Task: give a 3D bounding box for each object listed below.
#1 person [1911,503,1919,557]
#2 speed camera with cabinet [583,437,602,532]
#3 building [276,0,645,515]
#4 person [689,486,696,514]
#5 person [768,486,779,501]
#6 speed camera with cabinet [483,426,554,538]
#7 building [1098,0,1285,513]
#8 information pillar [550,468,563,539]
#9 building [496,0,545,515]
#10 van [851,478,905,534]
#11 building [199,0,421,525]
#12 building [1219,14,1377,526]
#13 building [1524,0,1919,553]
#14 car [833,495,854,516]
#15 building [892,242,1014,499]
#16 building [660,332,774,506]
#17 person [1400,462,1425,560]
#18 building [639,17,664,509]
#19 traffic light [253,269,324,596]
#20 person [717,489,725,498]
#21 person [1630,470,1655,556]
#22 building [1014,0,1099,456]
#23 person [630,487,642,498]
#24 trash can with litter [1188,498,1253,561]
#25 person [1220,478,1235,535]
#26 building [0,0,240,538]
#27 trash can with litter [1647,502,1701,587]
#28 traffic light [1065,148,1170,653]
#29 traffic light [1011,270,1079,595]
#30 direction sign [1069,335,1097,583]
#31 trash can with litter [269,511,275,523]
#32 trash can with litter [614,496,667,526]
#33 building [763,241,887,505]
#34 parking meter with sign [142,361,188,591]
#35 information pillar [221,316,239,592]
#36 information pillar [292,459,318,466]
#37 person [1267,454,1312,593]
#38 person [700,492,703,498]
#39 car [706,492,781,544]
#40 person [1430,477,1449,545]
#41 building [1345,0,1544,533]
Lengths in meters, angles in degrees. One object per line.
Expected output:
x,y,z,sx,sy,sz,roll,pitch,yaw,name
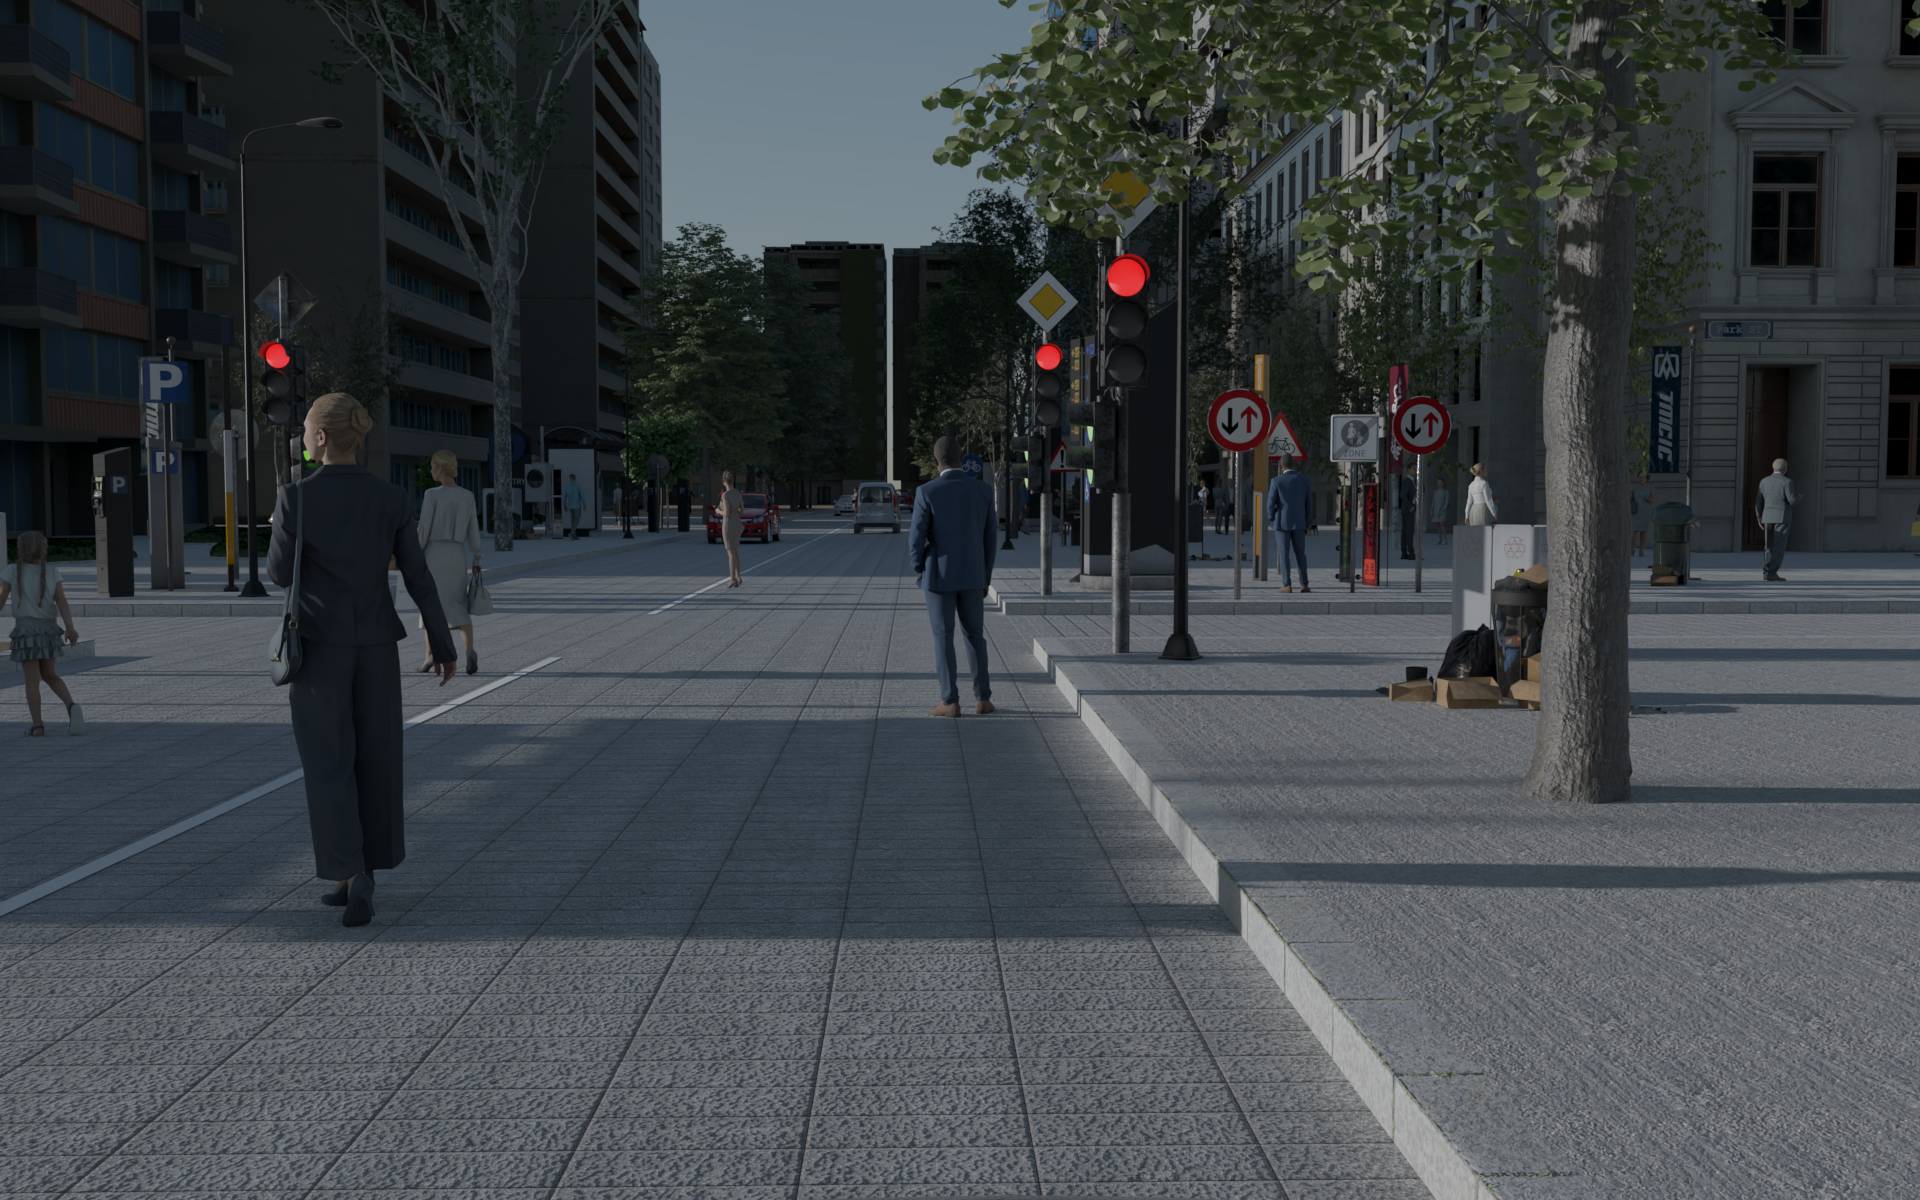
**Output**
20.004,-1.747,34.826,1.509,1.804,0.699,2,4,33,person
-12.666,-3.987,59.530,0.660,3.252,2.038,-1,4,-15,speed camera with cabinet
-36.364,-30.999,130.536,21.300,48.544,21.600,0,4,-1,building
-17.778,-6.554,113.331,1.348,1.807,0.705,2,4,31,person
-11.324,-5.921,103.564,1.217,1.735,0.721,-3,5,-43,person
-12.884,-3.436,50.507,2.038,3.252,0.660,1,4,14,speed camera with cabinet
26.293,-33.995,145.053,28.713,52.752,27.495,0,4,-1,building
-11.450,-2.734,49.190,0.304,2.012,0.304,-1,4,-21,information pillar
-41.203,-25.445,107.905,32.217,40.220,23.993,0,4,-1,building
-3.048,-3.493,64.125,2.013,2.044,4.112,0,4,-1,van
-34.852,-27.961,80.868,21.300,48.544,21.600,0,4,-1,building
22.158,-15.255,82.704,16.112,22.955,30.059,0,4,-1,building
25.743,-12.608,42.290,21.152,22.565,11.583,0,4,-1,building
-7.247,-6.203,113.775,2.083,1.381,4.827,0,3,0,car
-0.931,-26.302,201.733,14.107,30.474,14.160,0,4,-1,building
-37.109,-22.153,207.239,28.899,21.520,27.650,0,4,-1,building
8.857,-1.741,33.873,0.474,1.900,0.648,1,4,17,person
-33.382,-28.575,150.799,14.086,41.232,14.154,0,4,-1,building
-8.382,-2.000,21.622,0.839,4.253,0.868,0,4,-1,traffic light
-23.571,-10.170,172.264,1.348,1.831,0.705,2,4,32,person
13.910,-1.788,35.633,0.716,1.782,0.532,1,4,23,person
21.571,-54.530,204.233,31.000,86.520,22.319,0,4,-1,building
-24.169,-7.524,129.047,0.705,1.826,1.348,3,5,43,person
4.822,-1.367,33.410,2.233,1.210,1.678,1,4,10,trash can with litter
8.509,-2.926,54.286,0.661,1.777,0.834,-1,4,-13,person
-34.303,-24.048,47.814,22.147,44.769,28.867,0,4,-1,building
10.001,-0.789,24.285,0.624,1.170,1.055,2,4,27,trash can with litter
1.280,-1.528,13.896,0.839,4.253,0.868,0,4,-1,traffic light
1.076,-2.016,21.879,0.839,4.253,0.868,0,4,-1,traffic light
1.786,-2.029,25.166,0.379,3.537,0.876,-1,4,-19,direction sign
-11.576,-1.156,30.281,0.624,1.170,1.055,0,3,0,trash can with litter
-13.536,-3.810,73.357,2.233,1.210,1.678,1,4,11,trash can with litter
-15.438,-26.238,200.686,14.107,30.474,14.160,0,4,-1,building
-10.784,-1.669,23.544,0.543,3.016,1.738,-2,4,-25,parking meter with sign
-9.579,-1.915,22.663,0.183,3.616,0.504,-2,4,-24,information pillar
-9.405,-1.249,24.910,0.304,2.012,0.304,-2,4,-34,information pillar
4.306,-0.994,22.483,0.721,1.800,0.419,-1,4,-16,person
-23.421,-9.107,158.123,0.799,1.438,0.628,0,4,2,person
-6.369,-2.579,51.203,2.155,1.783,4.494,0,4,0,car
12.222,-2.261,44.009,0.522,1.701,0.512,-3,5,-41,person
20.341,-12.456,58.405,10.420,20.320,16.860,0,4,-1,building
